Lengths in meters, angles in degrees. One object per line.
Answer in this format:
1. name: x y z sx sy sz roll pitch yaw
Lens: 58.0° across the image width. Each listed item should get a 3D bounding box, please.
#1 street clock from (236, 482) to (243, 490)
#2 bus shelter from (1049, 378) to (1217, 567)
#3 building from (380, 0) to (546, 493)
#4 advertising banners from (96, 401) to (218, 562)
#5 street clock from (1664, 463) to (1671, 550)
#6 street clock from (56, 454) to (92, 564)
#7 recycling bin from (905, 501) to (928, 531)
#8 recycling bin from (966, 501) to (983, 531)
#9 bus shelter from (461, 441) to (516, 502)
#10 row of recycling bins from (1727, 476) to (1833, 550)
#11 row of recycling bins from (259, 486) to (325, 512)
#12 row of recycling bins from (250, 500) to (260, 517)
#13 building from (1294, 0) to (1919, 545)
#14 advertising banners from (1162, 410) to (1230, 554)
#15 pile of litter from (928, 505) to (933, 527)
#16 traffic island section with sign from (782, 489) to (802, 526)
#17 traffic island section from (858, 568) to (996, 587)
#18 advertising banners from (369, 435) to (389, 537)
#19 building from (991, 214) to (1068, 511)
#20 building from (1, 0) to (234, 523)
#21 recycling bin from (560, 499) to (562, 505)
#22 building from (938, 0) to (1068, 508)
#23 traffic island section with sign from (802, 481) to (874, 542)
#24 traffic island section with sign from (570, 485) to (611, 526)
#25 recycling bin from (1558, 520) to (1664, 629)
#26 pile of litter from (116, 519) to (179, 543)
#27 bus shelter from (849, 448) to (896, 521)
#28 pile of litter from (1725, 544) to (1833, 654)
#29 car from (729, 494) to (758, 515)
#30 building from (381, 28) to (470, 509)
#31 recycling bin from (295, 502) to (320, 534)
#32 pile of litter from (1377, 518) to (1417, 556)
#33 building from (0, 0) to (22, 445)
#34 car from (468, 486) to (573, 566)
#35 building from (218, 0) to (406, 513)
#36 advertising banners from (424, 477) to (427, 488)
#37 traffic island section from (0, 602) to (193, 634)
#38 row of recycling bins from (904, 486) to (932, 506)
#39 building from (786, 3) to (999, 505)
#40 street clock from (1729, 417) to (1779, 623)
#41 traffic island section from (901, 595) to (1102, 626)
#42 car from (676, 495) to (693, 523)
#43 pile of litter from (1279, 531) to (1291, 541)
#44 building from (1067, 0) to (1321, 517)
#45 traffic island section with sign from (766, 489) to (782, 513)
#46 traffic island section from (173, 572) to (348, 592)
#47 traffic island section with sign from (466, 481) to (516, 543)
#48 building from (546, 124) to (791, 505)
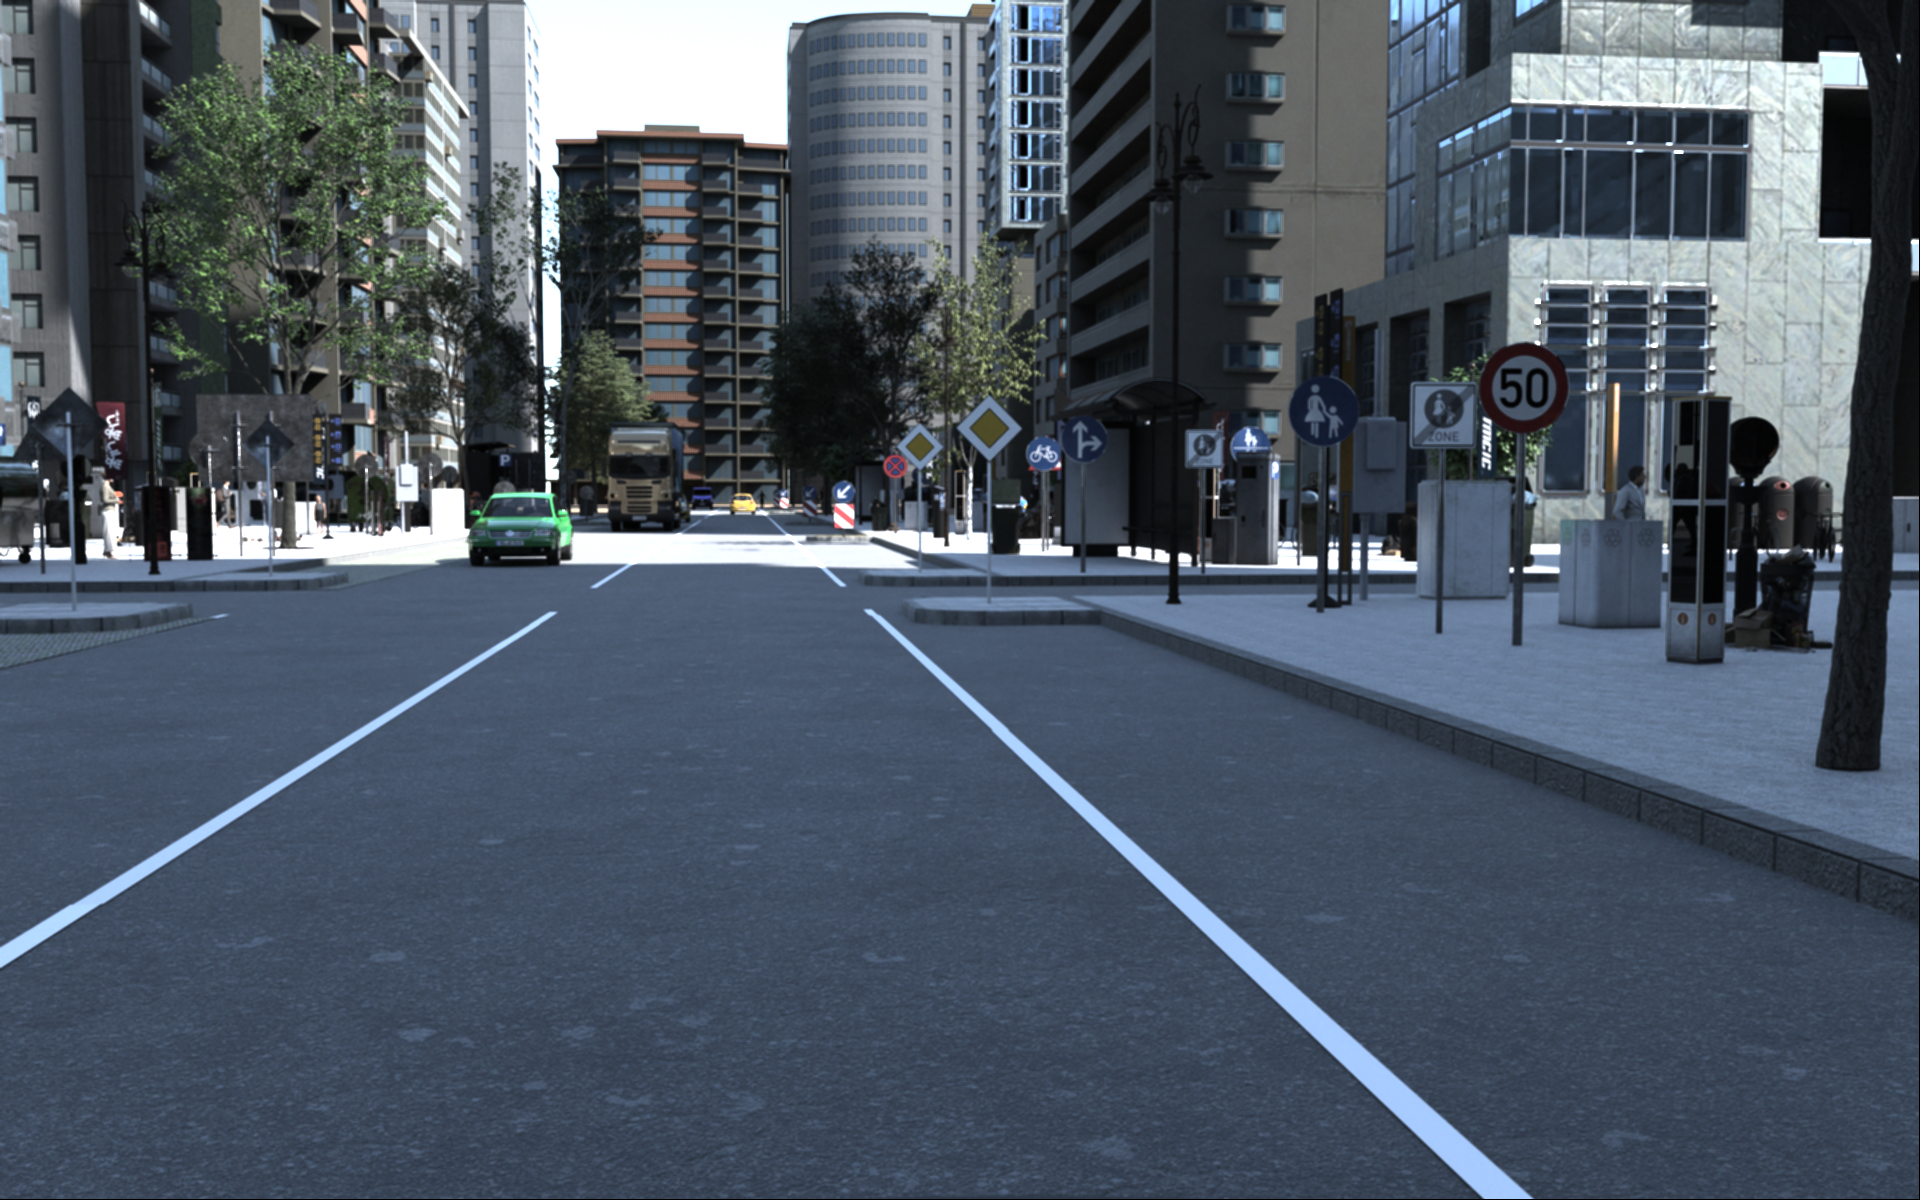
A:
1. street clock: -32.351 -4.487 77.934 0.358 2.002 0.471 -3 5 -40
2. bus shelter: 3.148 -2.385 32.914 2.014 3.302 5.546 0 4 -7
3. building: -63.744 -40.466 203.611 28.212 58.520 21.231 0 4 -7
4. advertising banners: -15.336 -2.257 33.098 2.074 3.025 0.090 -2 4 -35
5. street clock: 16.443 -2.158 39.860 0.358 2.002 0.471 -1 4 -18
6. street clock: -16.125 -1.656 31.651 0.358 2.002 0.471 3 4 36
7. recycling bin: -1.536 -2.961 60.964 0.722 1.027 0.722 1 4 9
8. recycling bin: 0.465 -2.912 60.166 0.722 1.027 0.722 -3 4 -38
9. bus shelter: -21.820 -5.440 80.227 1.731 3.624 6.357 0 4 -7
10. row of recycling bins: 18.523 -2.029 40.289 3.534 1.692 1.069 -1 4 -8
11. row of recycling bins: -35.528 -5.241 92.802 1.069 1.692 3.534 2 4 31
12. row of recycling bins: -38.865 -5.560 98.011 1.069 1.692 3.534 2 4 27
13. building: 27.743 -45.351 54.162 31.000 86.520 22.319 0 4 -7
14. advertising banners: 5.013 -2.488 36.867 0.090 3.025 2.074 -2 4 -34
15. pile of litter: -1.263 -3.262 67.295 1.719 0.858 1.176 2 4 28
16. traffic island section with sign: -7.033 -4.342 79.614 1.989 1.847 2.006 0 4 -7
17. traffic island section: -0.607 -0.365 28.245 2.009 0.180 2.903 0 4 -7
18. advertising banners: -17.545 -3.435 52.349 0.090 3.025 2.074 -2 4 -34
19. building: 17.925 -17.008 123.119 27.650 21.520 28.899 0 4 -7
20. building: -43.834 -24.315 81.143 14.154 41.232 14.086 0 4 -7
21. recycling bin: -21.208 -4.776 90.643 0.722 1.027 0.722 -1 4 -11
22. building: 10.893 -51.236 150.384 22.319 86.520 31.000 0 4 -7
23. traffic island section with sign: -3.694 -2.706 52.866 1.989 1.847 2.006 0 4 -7
24. traffic island section with sign: -16.920 -4.283 78.657 1.989 1.847 2.006 0 4 -7
25. recycling bin: 6.330 -0.264 16.867 0.722 1.027 0.722 -1 4 -9
26. pile of litter: -21.783 -1.967 46.128 1.719 0.858 1.176 0 4 7
27. bus shelter: -3.881 -5.200 78.941 2.014 3.302 5.546 0 4 -7
28. pile of litter: 6.809 -0.051 14.796 1.176 0.858 1.719 2 4 26
29. car: -15.251 -6.823 121.774 2.015 1.641 3.980 0 4 -5
30. building: -54.091 -27.602 143.174 23.993 40.220 32.217 0 4 -7
31. recycling bin: -21.105 -2.652 55.912 0.722 1.027 0.722 -1 4 -9
32. pile of litter: 9.530 -1.360 36.202 1.719 0.858 1.176 0 4 2
33. building: -81.628 -32.055 143.710 30.456 49.044 23.786 0 4 -7
34. car: -9.119 -1.671 36.115 1.959 1.807 4.718 0 4 -8
35. building: -48.856 -27.964 111.828 22.147 44.769 28.867 0 4 -7
36. advertising banners: -23.720 -4.996 77.870 0.090 3.025 2.074 0 4 6
37. traffic island section: -9.778 0.197 19.060 2.009 0.180 2.903 0 4 -7
38. row of recycling bins: -1.876 -5.061 89.861 1.069 1.692 3.534 2 4 29
39. building: -6.642 -40.931 211.221 28.212 58.520 21.231 0 4 -7
40. street clock: 7.456 -0.723 16.393 0.471 2.002 0.358 1 4 16
41. traffic island section: 0.385 0.120 20.322 2.009 0.180 2.903 0 4 -7
42. car: -14.608 -4.771 88.230 2.015 1.641 3.980 0 4 -8
43. pile of litter: 8.316 -2.045 47.403 1.719 0.858 1.176 0 4 -1
44. building: 17.964 -28.437 88.650 21.300 48.544 21.600 0 4 -7
45. traffic island section with sign: -13.248 -7.375 129.215 1.989 1.847 2.006 0 4 -7
46. traffic island section: -10.770 -0.288 26.983 2.009 0.180 2.903 0 4 -7
47. traffic island section with sign: -13.514 -2.618 51.436 1.989 1.847 2.006 0 4 -7
48. building: -34.956 -33.850 208.067 28.867 44.769 22.147 0 4 -7
